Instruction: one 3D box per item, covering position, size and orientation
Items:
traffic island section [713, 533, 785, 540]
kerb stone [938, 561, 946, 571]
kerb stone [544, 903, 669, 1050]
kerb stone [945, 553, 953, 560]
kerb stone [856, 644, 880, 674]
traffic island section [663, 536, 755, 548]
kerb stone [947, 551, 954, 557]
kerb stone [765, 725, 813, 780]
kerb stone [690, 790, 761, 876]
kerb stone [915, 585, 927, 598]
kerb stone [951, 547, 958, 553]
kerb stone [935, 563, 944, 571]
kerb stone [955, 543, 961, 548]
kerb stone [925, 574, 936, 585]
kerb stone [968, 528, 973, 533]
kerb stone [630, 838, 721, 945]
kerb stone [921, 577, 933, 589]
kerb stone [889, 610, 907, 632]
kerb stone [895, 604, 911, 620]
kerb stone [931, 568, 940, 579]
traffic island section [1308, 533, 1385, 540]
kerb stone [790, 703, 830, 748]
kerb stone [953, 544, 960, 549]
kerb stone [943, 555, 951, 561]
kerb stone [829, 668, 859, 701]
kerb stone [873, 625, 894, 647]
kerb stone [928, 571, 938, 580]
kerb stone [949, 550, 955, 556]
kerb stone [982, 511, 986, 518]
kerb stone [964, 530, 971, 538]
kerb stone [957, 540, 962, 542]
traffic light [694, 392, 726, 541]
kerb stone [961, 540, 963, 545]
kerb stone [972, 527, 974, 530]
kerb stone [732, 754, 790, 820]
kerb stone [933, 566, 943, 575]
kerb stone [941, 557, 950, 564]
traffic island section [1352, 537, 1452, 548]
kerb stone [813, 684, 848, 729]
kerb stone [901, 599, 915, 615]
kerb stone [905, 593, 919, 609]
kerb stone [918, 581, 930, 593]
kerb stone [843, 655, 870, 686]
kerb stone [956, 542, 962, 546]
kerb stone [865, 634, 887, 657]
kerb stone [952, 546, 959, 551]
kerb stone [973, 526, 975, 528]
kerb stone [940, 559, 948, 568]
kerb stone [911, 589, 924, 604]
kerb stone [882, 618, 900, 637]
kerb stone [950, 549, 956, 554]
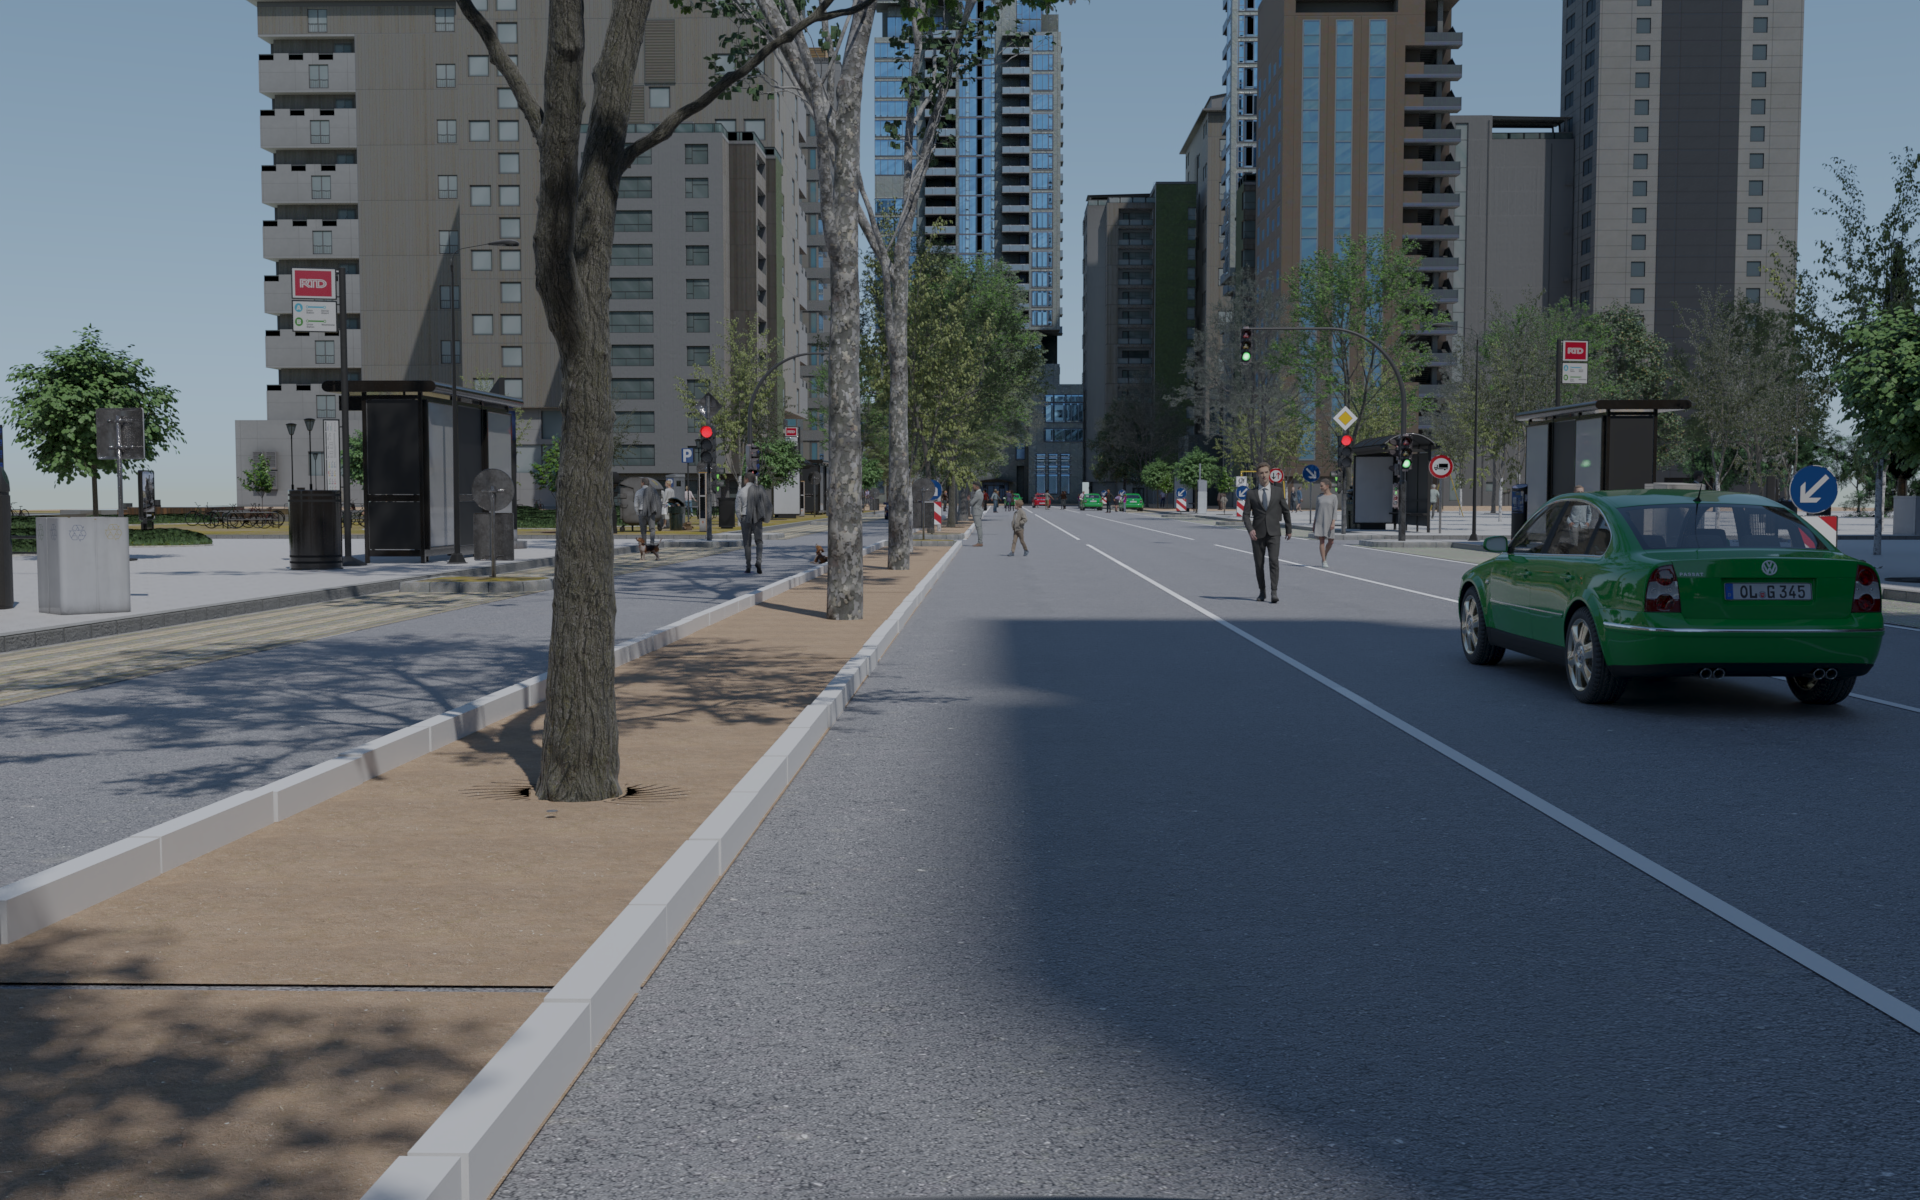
[{"bbox_3d":[-6.758,-2.050,55.798,2.009,0.180,2.903,0,4,1],"label":"traffic island section"},{"bbox_3d":[-0.378,-0.569,31.579,0.120,0.150,1.000,0,4,1],"label":"kerb stone"},{"bbox_3d":[-0.987,1.057,4.906,0.120,0.150,1.000,0,4,1],"label":"kerb stone"},{"bbox_3d":[-0.280,-0.822,35.677,0.120,0.150,1.000,0,4,1],"label":"kerb stone"},{"bbox_3d":[-0.766,0.499,14.125,0.120,0.150,1.000,0,4,1],"label":"kerb stone"},{"bbox_3d":[-6.941,-1.562,47.815,2.009,0.180,2.903,0,4,1],"label":"traffic island section"},{"bbox_3d":[-0.257,-0.887,36.698,0.120,0.150,1.000,0,4,1],"label":"kerb stone"},{"bbox_3d":[-0.893,0.807,8.999,0.120,0.150,1.000,0,4,1],"label":"kerb stone"},{"bbox_3d":[-0.938,0.932,6.952,0.120,0.150,1.000,0,4,1],"label":"kerb stone"},{"bbox_3d":[-0.557,-0.070,23.389,0.120,0.150,1.000,0,4,1],"label":"kerb stone"},{"bbox_3d":[-0.186,-1.075,39.769,0.120,0.150,1.000,0,4,1],"label":"kerb stone"},{"bbox_3d":[-0.396,-0.511,30.557,0.120,0.150,1.000,0,4,1],"label":"kerb stone"},{"bbox_3d":[-0.116,-1.263,42.845,0.120,0.150,1.000,0,4,1],"label":"kerb stone"},{"bbox_3d":[-0.490,-0.261,26.464,0.120,0.150,1.000,0,4,1],"label":"kerb stone"},{"bbox_3d":[0.288,-2.360,60.778,0.120,0.150,1.000,0,4,1],"label":"kerb stone"},{"bbox_3d":[-0.967,0.997,5.930,0.120,0.150,1.000,0,4,1],"label":"kerb stone"},{"bbox_3d":[-0.519,-0.198,25.438,0.120,0.150,1.000,0,4,1],"label":"kerb stone"},{"bbox_3d":[-0.674,0.245,18.244,0.120,0.150,1.000,0,4,1],"label":"kerb stone"},{"bbox_3d":[-0.657,0.180,19.275,0.120,0.150,1.000,0,4,1],"label":"kerb stone"},{"bbox_3d":[-0.451,-0.385,28.514,0.120,0.150,1.000,0,4,1],"label":"kerb stone"},{"bbox_3d":[12.278,-2.023,55.359,2.009,0.180,2.903,0,4,1],"label":"traffic island section"},{"bbox_3d":[-0.875,0.745,10.034,0.120,0.150,1.000,0,4,1],"label":"kerb stone"},{"bbox_3d":[-0.144,-1.198,41.824,0.120,0.150,1.000,0,4,1],"label":"kerb stone"},{"bbox_3d":[-0.306,-0.762,34.650,0.120,0.150,1.000,0,4,1],"label":"kerb stone"},{"bbox_3d":[-0.821,0.619,12.082,0.120,0.150,1.000,0,4,1],"label":"kerb stone"},{"bbox_3d":[-0.731,0.369,16.168,0.120,0.150,1.000,0,4,1],"label":"kerb stone"},{"bbox_3d":[-0.470,-0.320,27.486,0.120,0.150,1.000,0,4,1],"label":"kerb stone"},{"bbox_3d":[-0.240,-0.944,37.720,0.120,0.150,1.000,0,4,1],"label":"kerb stone"},{"bbox_3d":[1.484,-5.554,112.997,0.120,0.150,1.000,0,4,1],"label":"kerb stone"},{"bbox_3d":[0.198,-2.109,56.678,0.120,0.150,1.000,0,4,1],"label":"kerb stone"},{"bbox_3d":[-0.072,-1.389,44.900,0.120,0.150,1.000,0,4,1],"label":"kerb stone"},{"bbox_3d":[-6.901,-3.594,47.679,0.839,4.253,0.868,0,4,1],"label":"traffic light"},{"bbox_3d":[-0.044,-1.448,45.927,0.120,0.150,1.000,0,4,1],"label":"kerb stone"},{"bbox_3d":[0.342,-2.485,62.822,0.120,0.150,1.000,0,4,1],"label":"kerb stone"},{"bbox_3d":[-0.918,0.871,7.978,0.120,0.150,1.000,0,4,1],"label":"kerb stone"},{"bbox_3d":[-0.418,-0.449,29.535,0.120,0.150,1.000,0,4,1],"label":"kerb stone"},{"bbox_3d":[-0.326,-0.699,33.629,0.120,0.150,1.000,0,4,1],"label":"kerb stone"},{"bbox_3d":[12.095,-1.535,47.376,2.009,0.180,2.903,0,4,1],"label":"traffic island section"},{"bbox_3d":[-0.838,0.682,11.056,0.120,0.150,1.000,0,4,1],"label":"kerb stone"},{"bbox_3d":[-0.636,0.125,20.302,0.120,0.150,1.000,0,4,1],"label":"kerb stone"},{"bbox_3d":[-0.616,0.055,21.331,0.120,0.150,1.000,0,4,1],"label":"kerb stone"},{"bbox_3d":[-0.545,-0.136,24.417,0.120,0.150,1.000,0,4,1],"label":"kerb stone"},{"bbox_3d":[-0.801,0.556,13.103,0.120,0.150,1.000,0,4,1],"label":"kerb stone"},{"bbox_3d":[-0.092,-1.326,43.872,0.120,0.150,1.000,0,4,1],"label":"kerb stone"},{"bbox_3d":[-0.752,0.433,15.147,0.120,0.150,1.000,0,4,1],"label":"kerb stone"},{"bbox_3d":[-0.166,-1.134,40.799,0.120,0.150,1.000,0,4,1],"label":"kerb stone"},{"bbox_3d":[0.389,-2.606,64.873,0.120,0.150,1.000,0,4,1],"label":"kerb stone"},{"bbox_3d":[-0.346,-0.636,32.600,0.120,0.150,1.000,0,4,1],"label":"kerb stone"},{"bbox_3d":[-0.586,-0.010,22.364,0.120,0.150,1.000,0,4,1],"label":"kerb stone"},{"bbox_3d":[-0.709,0.311,17.206,0.120,0.150,1.000,0,4,1],"label":"kerb stone"},{"bbox_3d":[-0.210,-1.003,38.742,0.120,0.150,1.000,0,4,1],"label":"kerb stone"}]
